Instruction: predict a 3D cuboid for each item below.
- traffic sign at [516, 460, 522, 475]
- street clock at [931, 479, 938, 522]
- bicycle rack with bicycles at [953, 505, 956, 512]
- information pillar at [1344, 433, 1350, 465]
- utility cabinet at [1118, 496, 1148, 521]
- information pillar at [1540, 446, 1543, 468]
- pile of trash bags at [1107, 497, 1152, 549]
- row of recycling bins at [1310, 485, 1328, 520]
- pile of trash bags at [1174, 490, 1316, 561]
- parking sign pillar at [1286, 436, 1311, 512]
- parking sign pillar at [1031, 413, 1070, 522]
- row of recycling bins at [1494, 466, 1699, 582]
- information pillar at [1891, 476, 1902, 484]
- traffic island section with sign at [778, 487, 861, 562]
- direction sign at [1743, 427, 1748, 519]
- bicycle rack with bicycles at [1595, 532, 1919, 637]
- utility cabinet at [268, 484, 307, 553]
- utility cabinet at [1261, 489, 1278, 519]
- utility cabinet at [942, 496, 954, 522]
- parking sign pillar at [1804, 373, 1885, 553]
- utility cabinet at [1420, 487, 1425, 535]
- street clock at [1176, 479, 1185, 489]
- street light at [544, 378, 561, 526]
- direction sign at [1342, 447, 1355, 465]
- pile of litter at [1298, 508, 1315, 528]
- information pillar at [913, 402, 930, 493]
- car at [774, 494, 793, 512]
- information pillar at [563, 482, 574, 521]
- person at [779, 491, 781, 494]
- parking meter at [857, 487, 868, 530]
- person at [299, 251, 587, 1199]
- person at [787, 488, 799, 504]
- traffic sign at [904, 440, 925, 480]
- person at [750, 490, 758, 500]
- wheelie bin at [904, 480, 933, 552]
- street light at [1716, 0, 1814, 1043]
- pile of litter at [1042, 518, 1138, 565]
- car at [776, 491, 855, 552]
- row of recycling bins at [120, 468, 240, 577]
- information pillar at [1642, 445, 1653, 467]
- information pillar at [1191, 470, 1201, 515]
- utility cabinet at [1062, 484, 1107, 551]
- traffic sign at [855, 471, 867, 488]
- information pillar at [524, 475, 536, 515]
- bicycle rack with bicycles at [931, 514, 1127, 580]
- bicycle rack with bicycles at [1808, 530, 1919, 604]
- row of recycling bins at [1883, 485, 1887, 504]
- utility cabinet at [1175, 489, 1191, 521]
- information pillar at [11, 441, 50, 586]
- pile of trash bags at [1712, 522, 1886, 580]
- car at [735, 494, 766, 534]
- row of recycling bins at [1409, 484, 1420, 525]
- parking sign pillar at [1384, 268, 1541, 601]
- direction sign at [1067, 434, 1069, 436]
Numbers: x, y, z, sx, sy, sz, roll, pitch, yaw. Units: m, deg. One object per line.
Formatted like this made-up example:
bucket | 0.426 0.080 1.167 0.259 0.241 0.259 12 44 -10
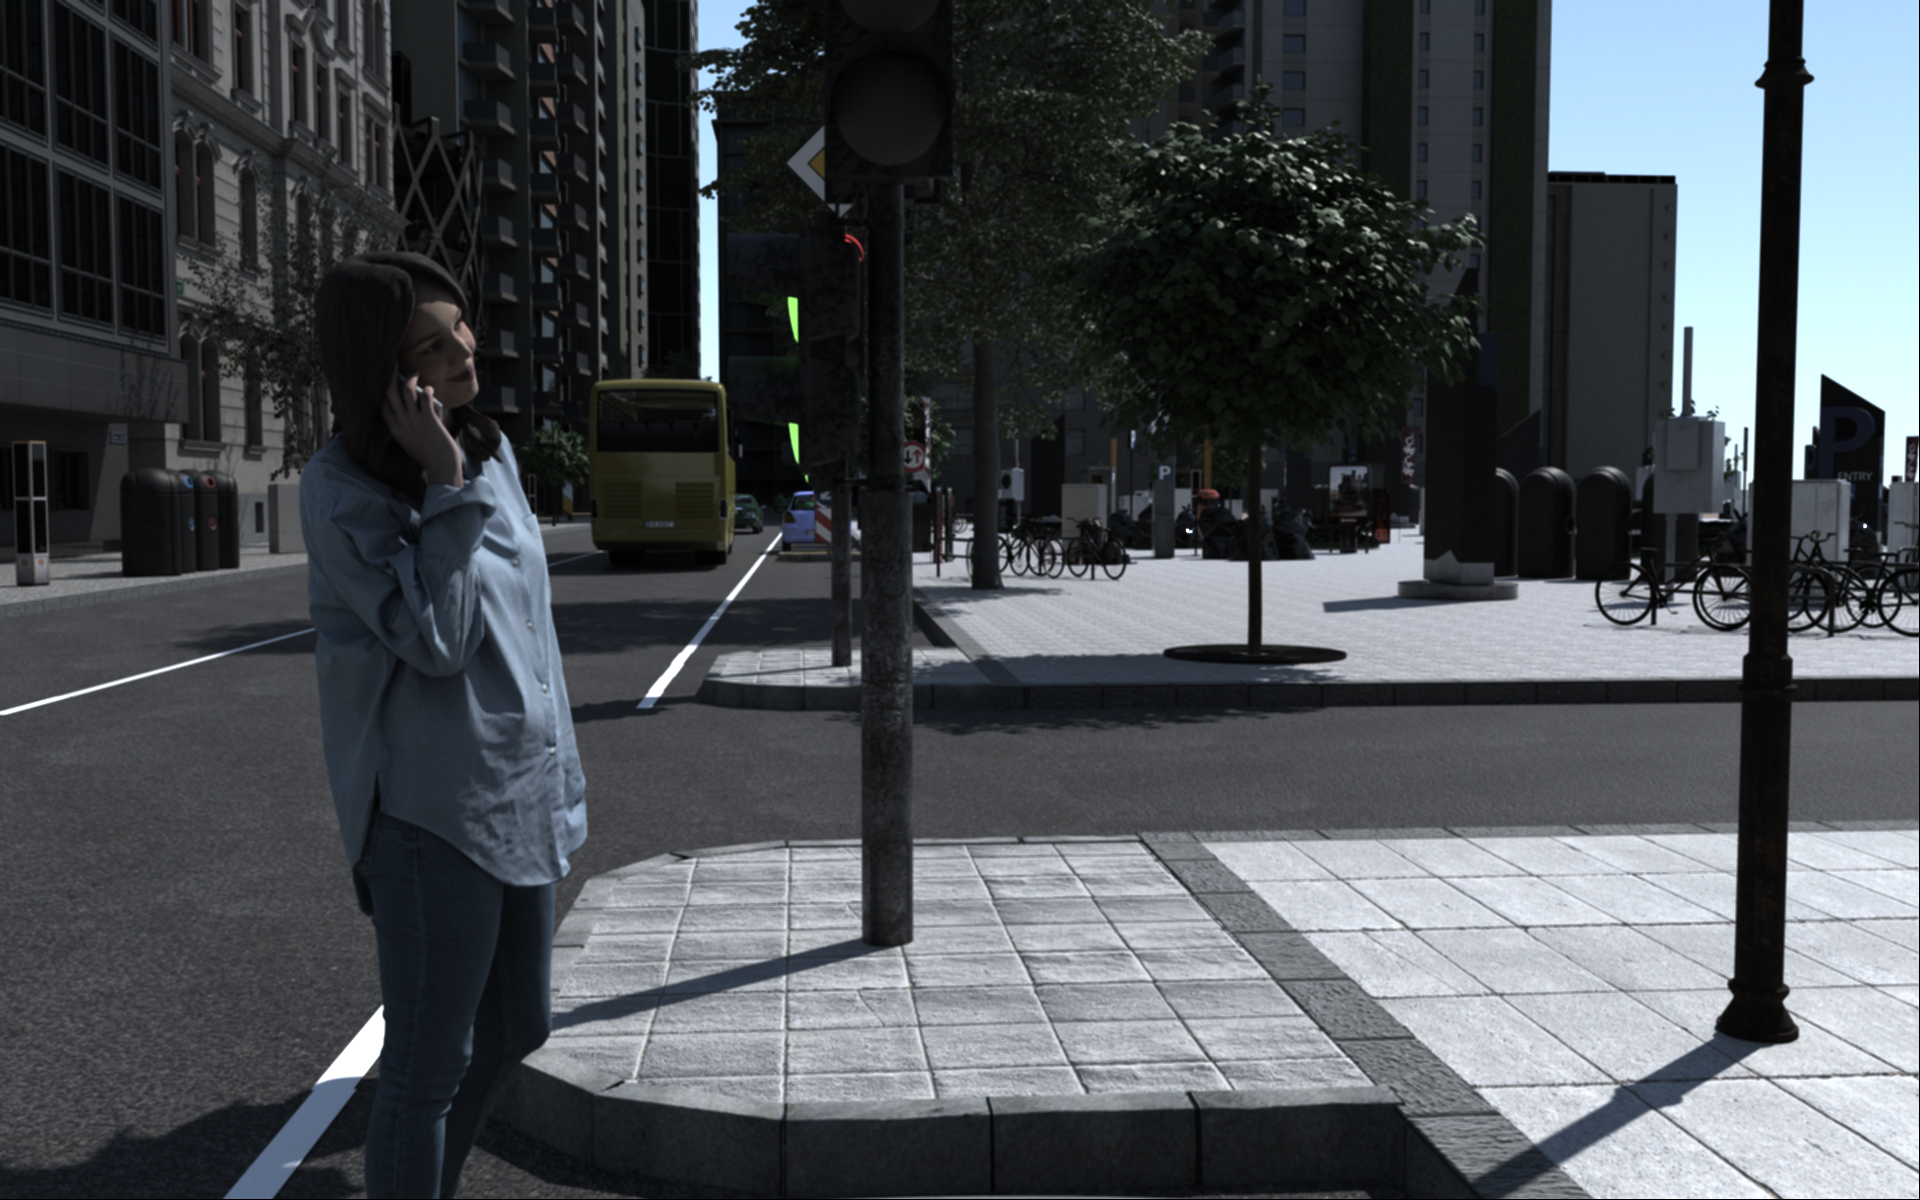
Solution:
traffic sign | -16.136 -3.802 62.265 0.768 2.556 0.104 0 4 3
street clock | -1.152 -4.087 71.390 0.358 2.002 0.471 -3 5 -42
bicycle rack with bicycles | -0.854 -2.675 57.112 2.925 0.926 2.852 -1 4 -21
information pillar | 14.249 -4.433 63.832 0.183 3.616 0.504 0 4 -6
utility cabinet | 5.724 -2.819 57.250 1.020 1.237 0.306 -2 4 -31
information pillar | 28.517 -5.729 85.031 0.183 3.616 0.504 1 4 14
pile of trash bags | 4.009 -1.881 40.512 3.447 1.369 1.912 -2 4 -34
row of recycling bins | 16.280 -4.195 75.708 1.069 1.692 3.534 -1 4 -17
pile of trash bags | 5.624 -1.534 34.834 1.912 1.369 3.447 -1 4 -20
parking sign pillar | 12.400 -4.586 63.459 1.447 3.967 1.447 -1 4 -12
parking sign pillar | 3.022 -4.245 57.882 1.447 3.967 1.447 2 4 32
row of recycling bins | 9.389 -1.174 26.301 3.534 1.692 1.069 3 5 40
information pillar | 37.241 -3.939 68.892 0.304 2.012 0.304 -3 4 -39
traffic island section with sign | -2.957 -1.771 37.592 1.989 1.847 2.006 0 4 -5
direction sign | 26.598 -4.079 58.697 0.379 3.537 0.876 2 4 31
bicycle rack with bicycles | 8.017 -0.194 16.559 2.852 0.926 2.925 -2 4 -34
utility cabinet | -14.386 -1.761 37.468 0.318 1.500 1.173 2 4 28
utility cabinet | 14.121 -4.376 80.225 1.173 1.500 0.318 0 4 -5
utility cabinet | -0.653 -3.805 73.372 0.306 1.237 1.020 -2 4 -31
parking sign pillar | 19.667 -3.048 38.300 1.447 3.967 1.447 3 5 39
utility cabinet | 14.444 -2.762 53.832 0.318 1.500 1.173 1 4 14
street clock | 10.660 -4.842 83.732 0.358 2.002 0.471 -1 4 -23
street light | -16.259 -5.896 69.182 0.468 5.910 1.993 0 4 -5
direction sign | 18.679 -5.589 83.377 0.876 3.537 0.379 -2 4 -33
pile of litter | 10.877 -2.414 53.436 1.176 0.858 1.719 0 4 4
information pillar | -0.979 -3.208 43.798 0.504 3.616 0.183 2 4 33
car | -14.338 -8.173 142.426 1.959 1.807 4.718 0 4 -4
information pillar | -18.915 -5.638 83.533 0.504 3.616 0.183 -2 4 -29
person | -16.813 -9.334 162.053 0.756 1.711 0.436 -2 4 -28
parking meter | -3.518 -3.311 62.550 0.372 1.533 0.369 0 3 0
person | -0.845 0.365 2.795 0.793 1.790 0.793 -1 4 -23
person | -8.384 -4.929 89.766 1.217 1.739 0.721 -1 4 -22
traffic sign | -1.126 -2.517 41.264 0.768 2.556 0.104 0 4 3
person | -19.254 -9.276 160.190 1.348 1.821 0.705 2 4 24
wheelie bin | -0.983 -1.853 38.206 0.693 1.594 0.980 -2 4 -32
street light | 1.902 -1.906 3.953 0.468 5.910 1.993 0 4 -5
pile of litter | 2.370 -1.093 31.831 1.719 0.858 1.176 1 4 19
car | -3.541 -2.018 42.587 1.945 1.707 3.694 0 4 -6
row of recycling bins | -12.814 -1.305 28.449 1.069 1.692 3.534 0 4 -4
information pillar | 32.508 -5.536 81.872 0.504 3.616 0.183 3 4 38
information pillar | 7.276 -2.993 53.431 0.304 2.012 0.304 0 4 7
utility cabinet | 2.705 -1.767 37.571 0.318 1.500 1.173 -3 4 -37
traffic sign | -4.820 -5.225 85.532 0.768 2.556 0.104 0 4 0
information pillar | -16.528 -3.800 66.623 0.304 2.012 0.304 3 5 44
bicycle rack with bicycles | 0.884 -0.805 26.552 2.852 0.926 2.925 -1 4 -23
bicycle rack with bicycles | 12.709 -0.492 21.432 2.925 0.926 2.852 -3 4 -36
row of recycling bins | 39.600 -4.179 75.444 1.069 1.692 3.534 -3 5 -40
utility cabinet | 9.088 -3.845 71.551 1.173 1.500 0.318 -2 4 -33
information pillar | -12.958 -1.203 24.156 0.304 2.012 0.304 1 4 14
pile of trash bags | 13.598 -1.039 26.733 3.447 1.369 1.912 0 4 0
car | -8.187 -3.160 63.459 2.131 1.459 4.920 0 4 -4
row of recycling bins | 19.166 -4.095 74.069 1.069 1.692 3.534 1 4 12
parking sign pillar | 6.180 -2.014 21.397 1.447 3.967 1.447 0 4 -5
direction sign | 3.878 -4.441 64.613 0.379 3.537 0.876 2 4 29
